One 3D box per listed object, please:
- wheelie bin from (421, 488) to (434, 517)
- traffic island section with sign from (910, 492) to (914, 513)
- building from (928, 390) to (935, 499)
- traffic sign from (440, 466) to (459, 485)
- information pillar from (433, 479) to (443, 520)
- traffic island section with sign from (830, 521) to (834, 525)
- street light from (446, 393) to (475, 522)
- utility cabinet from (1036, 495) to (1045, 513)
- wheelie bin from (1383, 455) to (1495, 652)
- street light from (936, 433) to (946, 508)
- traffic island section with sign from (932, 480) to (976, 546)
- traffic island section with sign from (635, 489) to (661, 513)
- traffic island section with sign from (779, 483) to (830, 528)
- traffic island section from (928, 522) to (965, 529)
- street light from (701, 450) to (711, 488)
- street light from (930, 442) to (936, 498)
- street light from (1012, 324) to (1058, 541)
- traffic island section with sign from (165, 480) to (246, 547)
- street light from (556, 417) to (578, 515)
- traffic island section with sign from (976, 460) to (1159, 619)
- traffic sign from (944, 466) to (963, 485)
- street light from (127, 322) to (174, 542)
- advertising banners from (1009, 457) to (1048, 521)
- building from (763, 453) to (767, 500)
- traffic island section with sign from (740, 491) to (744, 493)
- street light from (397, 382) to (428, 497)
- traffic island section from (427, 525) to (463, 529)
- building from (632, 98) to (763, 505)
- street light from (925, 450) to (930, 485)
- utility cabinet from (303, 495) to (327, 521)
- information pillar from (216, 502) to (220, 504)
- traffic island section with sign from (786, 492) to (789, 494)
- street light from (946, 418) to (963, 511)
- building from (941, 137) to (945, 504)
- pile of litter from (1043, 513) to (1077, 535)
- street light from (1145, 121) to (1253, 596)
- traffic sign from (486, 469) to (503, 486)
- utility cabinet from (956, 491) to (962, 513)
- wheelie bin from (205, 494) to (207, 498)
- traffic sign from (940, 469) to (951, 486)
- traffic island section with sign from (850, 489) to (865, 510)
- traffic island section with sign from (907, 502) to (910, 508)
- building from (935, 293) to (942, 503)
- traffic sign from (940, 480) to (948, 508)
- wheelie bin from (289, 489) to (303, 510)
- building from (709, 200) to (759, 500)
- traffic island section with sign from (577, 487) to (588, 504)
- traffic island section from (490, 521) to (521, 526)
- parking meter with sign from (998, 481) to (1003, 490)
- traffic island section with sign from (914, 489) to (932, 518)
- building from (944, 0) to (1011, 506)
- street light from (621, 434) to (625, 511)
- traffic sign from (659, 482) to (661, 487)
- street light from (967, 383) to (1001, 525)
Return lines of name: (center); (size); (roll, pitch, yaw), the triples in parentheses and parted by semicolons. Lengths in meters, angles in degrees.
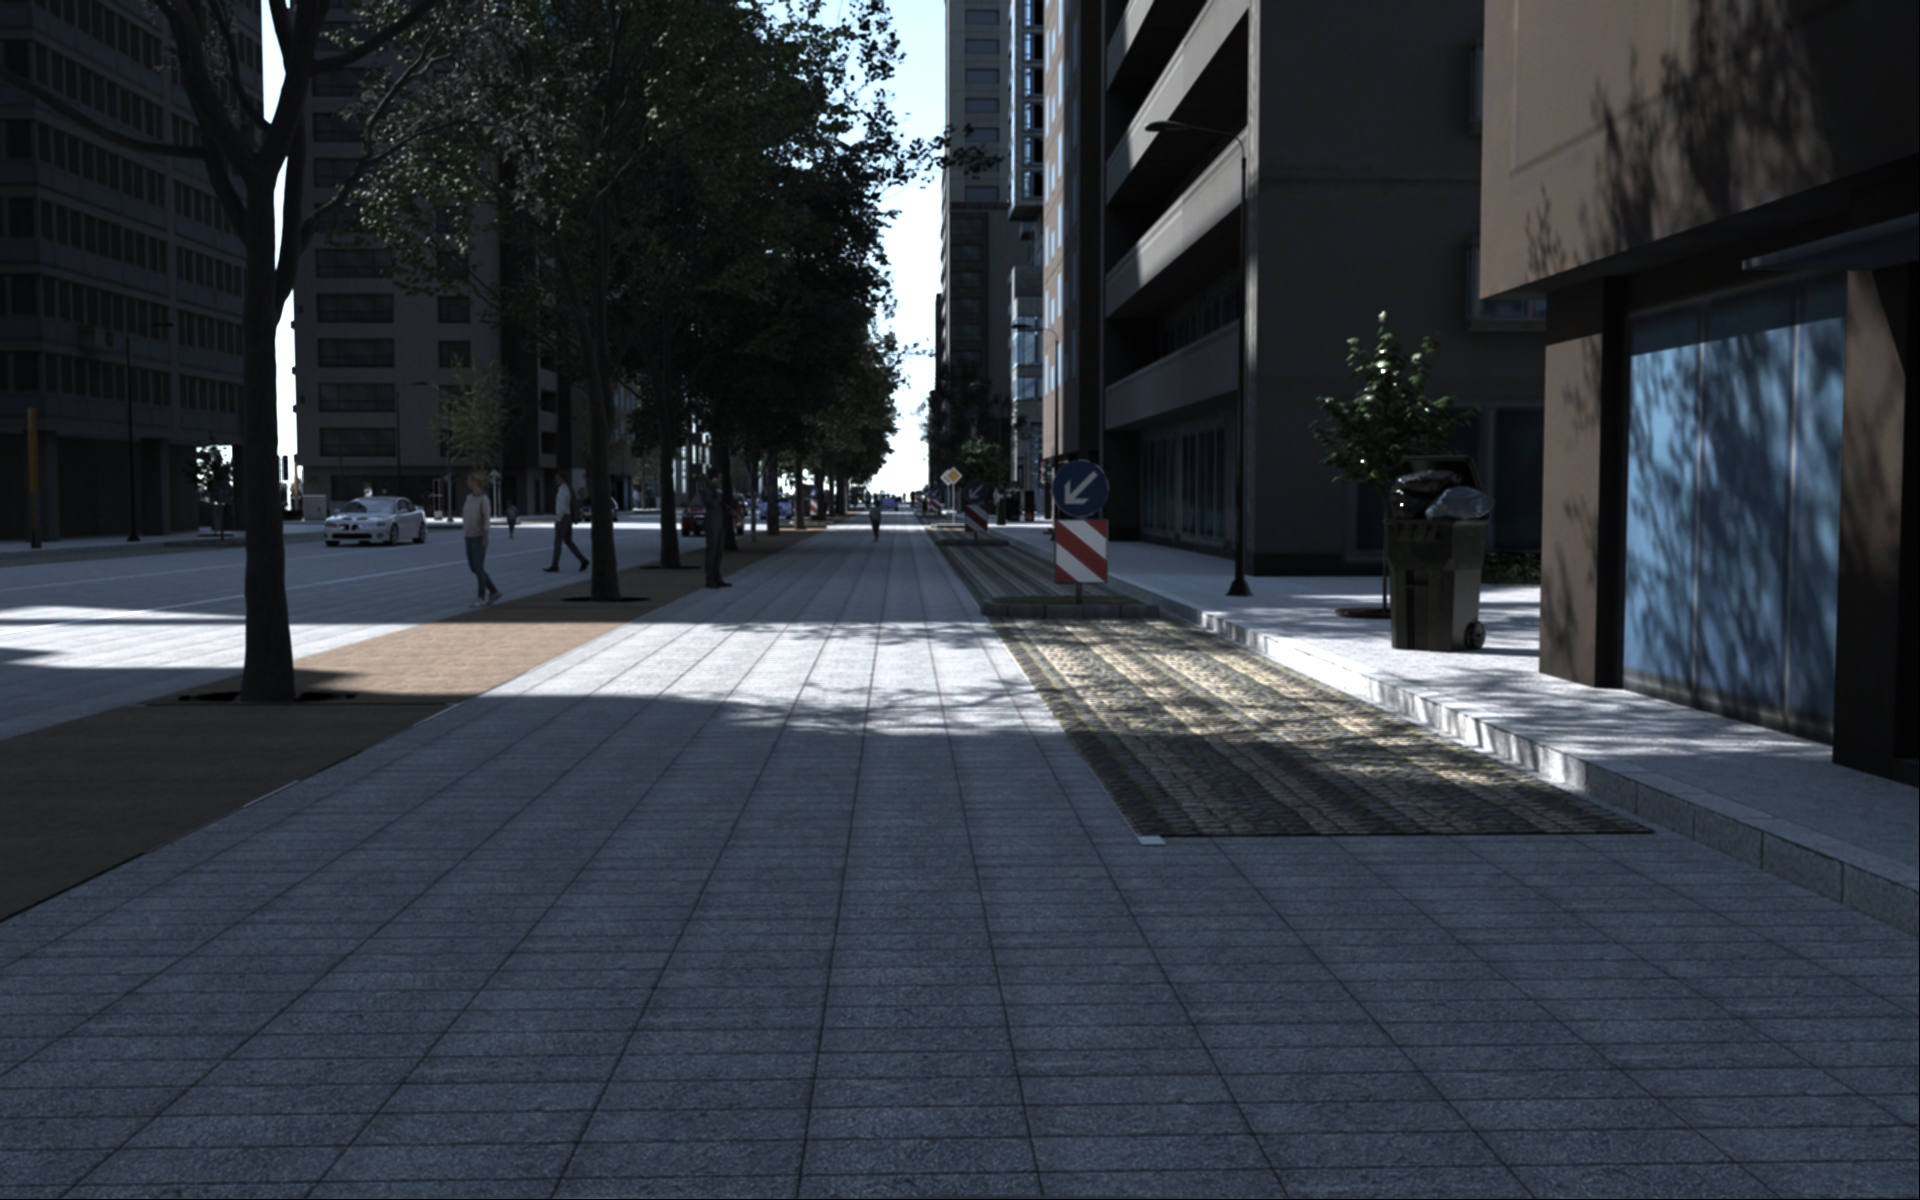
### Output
wheelie bin: (-29.070, -5.319, 94.872); (0.980, 1.594, 0.693); (1, 4, 11)
traffic island section with sign: (-2.543, -7.414, 129.842); (1.989, 1.847, 2.006); (0, 4, -2)
building: (8.444, -27.934, 301.755); (27.650, 21.520, 28.899); (0, 4, -2)
traffic sign: (-21.231, -4.273, 72.060); (0.795, 2.593, 0.064); (0, 4, -2)
information pillar: (-25.569, -4.915, 84.846); (0.304, 2.012, 0.304); (1, 4, 12)
traffic island section with sign: (-6.880, -4.412, 80.270); (2.006, 1.907, 1.989); (0, 4, -2)
street light: (-22.999, -6.561, 79.811); (1.470, 5.913, 1.316); (0, 4, -2)
utility cabinet: (5.552, -6.533, 117.984); (0.306, 1.237, 1.020); (-1, 4, -22)
wheelie bin: (3.941, -0.390, 14.285); (0.980, 1.594, 0.693); (3, 5, 44)
street light: (-0.871, -9.675, 130.735); (1.470, 5.913, 1.316); (0, 4, -2)
traffic island section with sign: (0.302, -2.417, 48.149); (1.989, 1.847, 2.006); (0, 4, -2)
traffic island section with sign: (-23.284, -7.419, 129.936); (1.989, 1.847, 2.006); (0, 4, -2)
traffic island section with sign: (-6.632, -3.959, 72.867); (2.006, 1.907, 1.989); (0, 4, -2)
traffic island section: (-0.225, -3.093, 72.851); (2.009, 0.180, 2.903); (0, 4, -2)
street light: (-26.503, -12.766, 181.267); (1.470, 5.913, 1.316); (0, 4, -2)
street light: (-1.740, -11.324, 157.681); (1.470, 5.913, 1.316); (0, 4, -2)
street light: (2.107, -4.582, 47.453); (1.470, 5.913, 1.316); (0, 4, -2)
traffic island section with sign: (-20.400, -2.374, 47.440); (1.989, 1.847, 2.006); (0, 4, -2)
street light: (-23.784, -8.081, 104.663); (1.470, 5.913, 1.316); (0, 4, -2)
traffic island section with sign: (1.255, -0.741, 20.738); (1.989, 1.847, 2.006); (0, 4, -2)
traffic sign: (-0.248, -4.317, 72.768); (0.795, 2.593, 0.064); (0, 4, -2)
street light: (-21.868, -4.542, 46.800); (1.470, 5.913, 1.316); (0, 4, -2)
advertising banners: (3.233, -5.193, 81.099); (2.074, 3.025, 0.090); (2, 4, 31)
building: (-40.120, -38.040, 305.545); (14.154, 41.232, 14.086); (0, 4, -2)
traffic island section with sign: (-25.947, -12.122, 206.825); (1.989, 1.847, 2.006); (0, 4, -2)
street light: (-22.713, -6.068, 71.757); (1.470, 5.913, 1.316); (0, 4, -2)
traffic island section: (-21.254, -3.049, 72.126); (2.009, 0.180, 2.903); (0, 4, -2)
building: (-43.097, -59.258, 281.545); (22.319, 86.520, 31.000); (0, 4, -2)
street light: (-2.688, -12.843, 182.527); (1.470, 5.913, 1.316); (0, 4, -2)
utility cabinet: (-30.685, -4.355, 82.374); (1.020, 1.237, 0.306); (-1, 4, -23)
information pillar: (-42.091, -6.545, 98.372); (0.183, 3.616, 0.504); (0, 4, 6)
traffic island section with sign: (-28.839, -17.181, 289.541); (1.989, 1.847, 2.006); (0, 4, -2)
street light: (0.065, -8.122, 105.343); (1.470, 5.913, 1.316); (0, 4, -2)
building: (8.540, -36.470, 219.985); (21.300, 48.544, 21.600); (0, 4, -2)
pile of litter: (3.369, -2.498, 54.815); (1.176, 0.858, 1.719); (-2, 4, -34)
street light: (2.999, -3.009, 21.736); (1.470, 5.913, 1.316); (0, 4, -2)
traffic sign: (-21.509, -4.761, 80.040); (0.795, 2.593, 0.064); (0, 4, -2)
utility cabinet: (-0.078, -6.413, 113.530); (0.318, 1.500, 1.173); (0, 4, -2)
wheelie bin: (-56.789, -7.433, 129.431); (0.693, 1.594, 0.980); (1, 4, 23)
traffic sign: (-0.526, -4.805, 80.748); (0.795, 2.593, 0.064); (0, 4, -2)
traffic island section with sign: (-9.506, -9.005, 155.363); (2.006, 1.907, 1.989); (0, 4, -2)
traffic island section with sign: (-4.290, -10.509, 180.442); (1.989, 1.847, 2.006); (0, 4, -2)
building: (3.404, -29.168, 248.601); (14.160, 30.474, 14.107); (0, 4, -2)
traffic sign: (-1.373, -9.411, 153.977); (0.768, 2.556, 0.104); (0, 4, 7)
wheelie bin: (-45.586, -6.792, 118.962); (0.980, 1.594, 0.693); (1, 4, 20)
building: (-41.122, -43.471, 252.745); (21.231, 58.520, 28.212); (0, 4, -2)
traffic island section with sign: (-22.312, -5.730, 102.316); (1.989, 1.847, 2.006); (0, 4, -2)
traffic island section: (-21.532, -3.537, 80.106); (2.009, 0.180, 2.903); (0, 4, -2)
parking meter with sign: (2.500, -6.402, 100.930); (0.543, 3.016, 1.738); (1, 4, 16)
traffic island section with sign: (-1.600, -5.766, 102.903); (1.989, 1.847, 2.006); (0, 4, -2)
building: (8.805, -39.907, 194.482); (21.231, 58.520, 28.212); (0, 4, -2)
street light: (-24.688, -9.601, 129.510); (1.470, 5.913, 1.316); (0, 4, -2)
traffic sign: (-25.643, -9.151, 149.731); (0.768, 2.556, 0.104); (0, 4, 4)
street light: (1.149, -6.130, 72.772); (1.470, 5.913, 1.316); (0, 4, -2)
